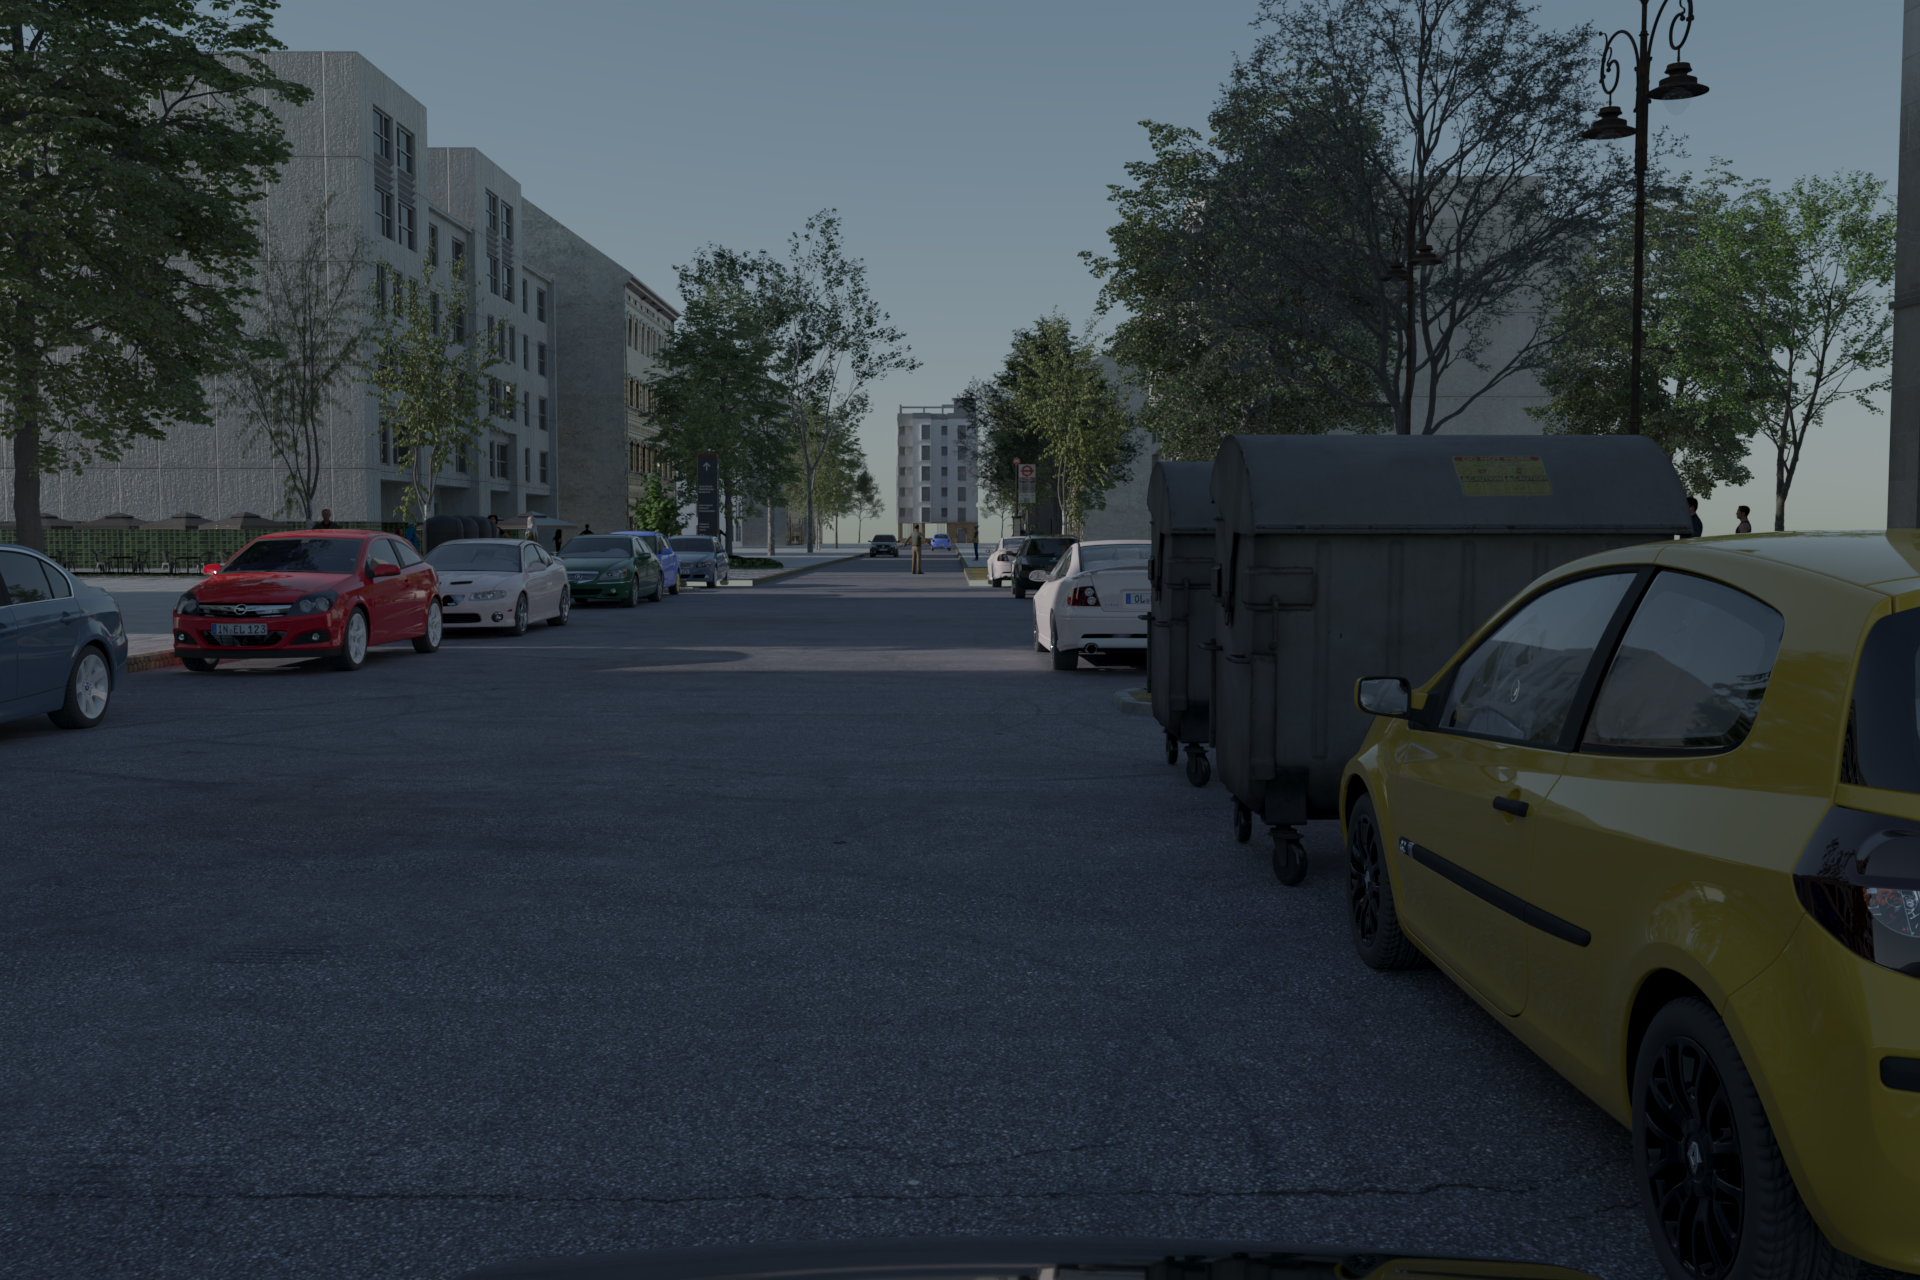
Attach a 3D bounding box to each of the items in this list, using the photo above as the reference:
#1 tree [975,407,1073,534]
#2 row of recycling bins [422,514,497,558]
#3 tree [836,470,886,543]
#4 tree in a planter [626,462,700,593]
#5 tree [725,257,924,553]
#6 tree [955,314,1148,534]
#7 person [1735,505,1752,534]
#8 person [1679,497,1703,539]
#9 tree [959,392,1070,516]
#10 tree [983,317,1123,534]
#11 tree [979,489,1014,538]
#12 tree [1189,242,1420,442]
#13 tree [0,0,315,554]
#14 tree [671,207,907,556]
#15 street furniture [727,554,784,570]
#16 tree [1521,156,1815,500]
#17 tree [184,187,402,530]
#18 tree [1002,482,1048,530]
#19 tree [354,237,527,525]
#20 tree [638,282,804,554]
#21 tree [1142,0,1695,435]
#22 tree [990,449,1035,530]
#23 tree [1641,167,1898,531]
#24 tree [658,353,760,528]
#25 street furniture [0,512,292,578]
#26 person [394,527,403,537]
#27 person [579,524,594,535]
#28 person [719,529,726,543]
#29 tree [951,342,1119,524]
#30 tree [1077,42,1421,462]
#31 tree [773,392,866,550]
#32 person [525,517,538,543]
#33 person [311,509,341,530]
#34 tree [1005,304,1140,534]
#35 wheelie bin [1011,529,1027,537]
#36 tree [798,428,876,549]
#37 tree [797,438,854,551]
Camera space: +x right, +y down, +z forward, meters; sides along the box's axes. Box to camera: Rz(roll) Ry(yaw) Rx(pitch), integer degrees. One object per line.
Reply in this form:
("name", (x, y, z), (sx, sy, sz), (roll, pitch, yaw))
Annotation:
("tree", (4.552, -11.418, 121.100), (7.601, 10.594, 8.767), (-1, 4, -14))
("row of recycling bins", (-10.864, -1.883, 37.892), (1.069, 1.692, 3.534), (0, 4, 0))
("tree", (-13.767, -18.787, 241.571), (7.601, 10.594, 8.767), (0, 4, -4))
("tree in a planter", (-7.525, -2.797, 42.947), (1.991, 3.239, 1.994), (0, 4, 0))
("tree", (-9.334, -16.072, 118.659), (12.611, 20.169, 13.585), (0, 3, 0))
("tree", (4.261, -8.483, 73.104), (8.767, 10.594, 7.601), (-2, 4, -33))
("person", (14.392, -1.576, 31.928), (0.704, 1.807, 1.345), (2, 4, 30))
("person", (10.602, -1.174, 25.239), (0.704, 1.823, 1.345), (1, 4, 13))
("tree", (4.856, -14.559, 148.415), (12.009, 13.543, 11.850), (0, 3, 0))
("tree", (4.630, -10.587, 91.222), (7.486, 12.596, 7.792), (0, 3, 0))
("tree", (6.087, -18.700, 240.159), (7.601, 10.594, 8.767), (0, 4, 4))
("tree", (11.187, -8.113, 58.398), (9.928, 11.665, 9.643), (0, 3, 0))
("tree", (-13.102, -6.492, 24.271), (7.486, 12.596, 7.792), (0, 3, 0))
("tree", (-9.833, -14.940, 100.164), (12.611, 20.169, 13.585), (0, 3, 0))
("street furniture", (-9.991, -3.096, 66.246), (5.734, 0.657, 10.072), (-1, 4, -11))
("tree", (24.283, -9.379, 60.007), (9.857, 13.997, 8.962), (0, 3, 0))
("tree", (-13.399, -5.249, 36.182), (4.360, 8.622, 3.978), (0, 3, 0))
("tree", (4.724, -10.923, 128.958), (4.360, 8.622, 3.978), (0, 3, 0))
("tree", (-13.434, -5.728, 44.019), (4.737, 8.622, 4.395), (0, 3, 0))
("tree", (-10.986, -9.827, 78.801), (7.486, 12.596, 7.792), (0, 3, 0))
("tree", (8.490, -7.481, 32.680), (12.009, 13.543, 11.850), (0, 3, 0))
("tree", (4.356, -11.394, 136.656), (4.737, 8.622, 4.395), (0, 3, 0))
("tree", (23.626, -7.555, 49.283), (9.928, 11.665, 9.643), (0, 3, 0))
("tree", (-10.275, -7.341, 70.382), (4.737, 8.622, 4.395), (0, 3, 0))
("street furniture", (-35.121, -2.935, 53.013), (27.439, 1.986, 14.083), (1, 4, 22))
("person", (-12.131, -1.740, 37.660), (0.599, 1.438, 0.989), (1, 4, 13))
("person", (-17.016, -4.414, 78.896), (1.216, 1.740, 0.721), (-2, 4, -31))
("person", (-11.112, -4.471, 79.238), (1.346, 1.812, 0.704), (0, 4, 7))
("tree", (4.673, -11.897, 104.890), (12.009, 13.543, 11.850), (0, 3, 0))
("tree", (7.912, -8.561, 46.634), (9.857, 13.997, 8.962), (0, 3, 0))
("tree", (-11.363, -13.496, 138.781), (7.486, 12.596, 7.792), (0, 3, 0))
("person", (-11.191, -2.333, 44.914), (0.721, 1.736, 1.217), (0, 4, -2))
("person", (-13.192, -1.830, 36.098), (1.348, 1.807, 0.705), (-1, 4, -19))
("tree", (3.652, -6.491, 56.490), (4.737, 8.622, 4.395), (0, 3, 0))
("wheelie bin", (2.275, -3.630, 67.266), (0.693, 1.594, 0.980), (0, 4, 0))
("tree", (-10.526, -13.239, 150.876), (8.767, 10.594, 7.601), (3, 5, 44))
("tree", (-10.413, -11.030, 130.700), (4.737, 8.622, 4.395), (0, 3, 0))
